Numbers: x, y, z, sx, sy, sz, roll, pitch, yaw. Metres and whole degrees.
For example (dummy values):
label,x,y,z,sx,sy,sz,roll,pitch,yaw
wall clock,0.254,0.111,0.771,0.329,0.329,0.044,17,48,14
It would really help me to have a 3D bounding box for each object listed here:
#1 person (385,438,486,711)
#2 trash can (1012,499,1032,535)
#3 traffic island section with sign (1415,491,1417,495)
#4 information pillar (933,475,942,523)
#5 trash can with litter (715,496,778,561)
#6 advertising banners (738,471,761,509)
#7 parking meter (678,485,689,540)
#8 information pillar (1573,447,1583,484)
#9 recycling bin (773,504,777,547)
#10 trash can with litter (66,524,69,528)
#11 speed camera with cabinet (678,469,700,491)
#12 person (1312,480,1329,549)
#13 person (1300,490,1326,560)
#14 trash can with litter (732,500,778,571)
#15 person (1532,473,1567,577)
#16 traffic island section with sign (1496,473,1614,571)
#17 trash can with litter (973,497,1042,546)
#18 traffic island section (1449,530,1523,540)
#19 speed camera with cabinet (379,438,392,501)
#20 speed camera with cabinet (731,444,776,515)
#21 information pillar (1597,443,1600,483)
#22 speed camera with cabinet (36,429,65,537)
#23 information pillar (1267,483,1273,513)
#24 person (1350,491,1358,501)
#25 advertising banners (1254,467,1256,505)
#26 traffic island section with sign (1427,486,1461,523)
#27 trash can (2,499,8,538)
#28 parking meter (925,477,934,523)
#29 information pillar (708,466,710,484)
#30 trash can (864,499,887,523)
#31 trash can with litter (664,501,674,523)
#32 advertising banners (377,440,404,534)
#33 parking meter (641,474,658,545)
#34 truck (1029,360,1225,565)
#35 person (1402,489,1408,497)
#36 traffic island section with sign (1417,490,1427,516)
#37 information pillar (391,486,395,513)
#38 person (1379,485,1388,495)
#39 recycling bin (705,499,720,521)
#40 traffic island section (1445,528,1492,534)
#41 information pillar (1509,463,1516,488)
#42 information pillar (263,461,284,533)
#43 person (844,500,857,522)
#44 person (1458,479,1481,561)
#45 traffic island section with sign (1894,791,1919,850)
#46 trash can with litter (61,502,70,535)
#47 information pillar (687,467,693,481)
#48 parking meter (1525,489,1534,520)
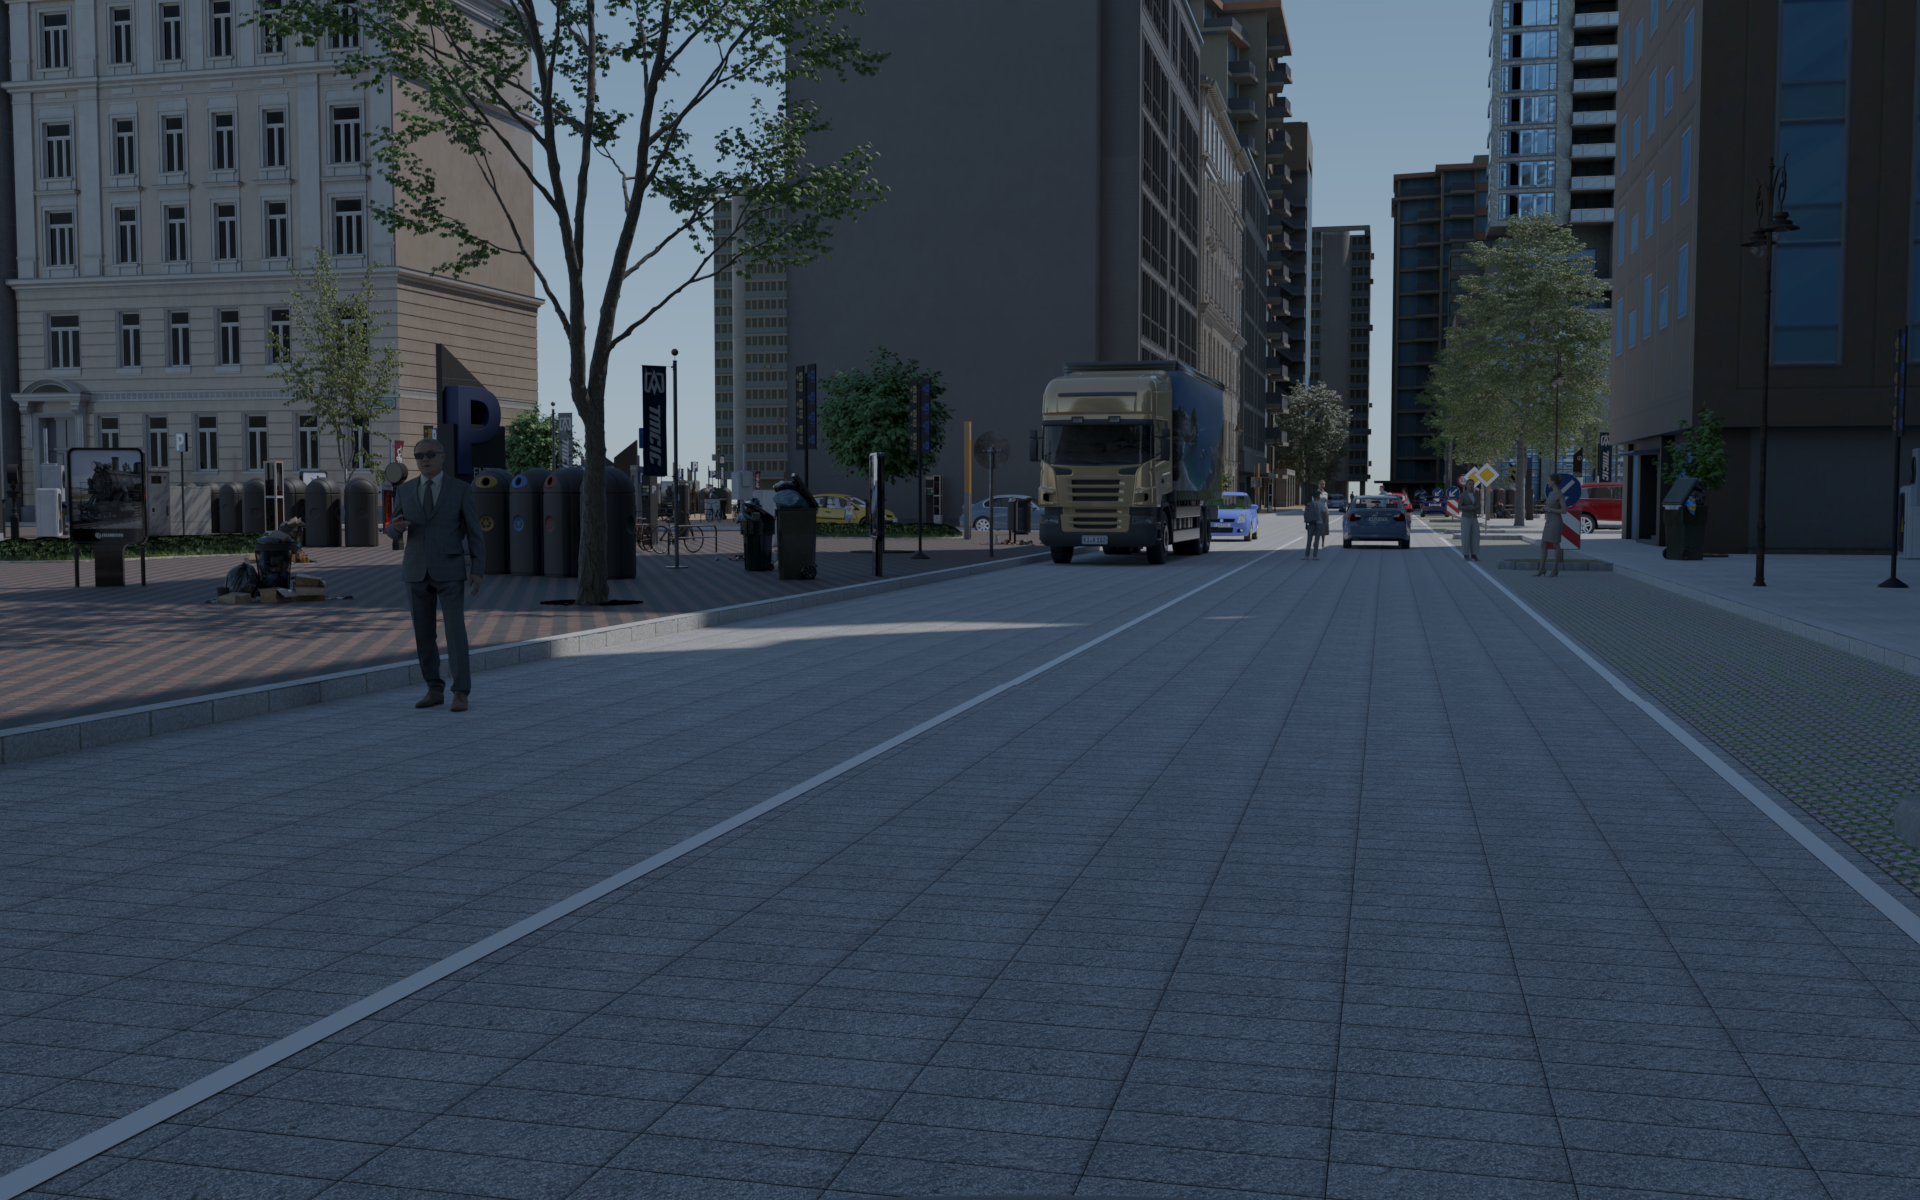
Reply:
label,x,y,z,sx,sy,sz,roll,pitch,yaw
person,-3.507,-0.174,11.516,0.661,1.801,0.590,0,4,-2
trash can,1.942,-2.639,54.803,0.748,1.137,0.748,0,3,0
traffic island section with sign,43.074,-9.359,161.640,1.989,1.847,2.006,1,4,14
information pillar,-0.874,-3.880,67.932,0.304,2.012,0.304,1,4,15
trash can with litter,-3.941,-1.380,33.626,1.678,1.210,2.233,-1,4,-17
advertising banners,-15.996,-8.274,131.468,2.074,3.025,0.090,-3,4,-36
parking meter,-7.784,-2.451,48.482,0.372,1.533,0.369,0,3,0
information pillar,30.757,-5.803,86.227,0.504,3.616,0.183,3,5,39
recycling bin,-4.131,-1.819,42.300,0.722,1.027,0.722,1,4,10
trash can with litter,-33.285,-3.357,65.947,2.233,1.210,1.678,-2,4,-24
speed camera with cabinet,-18.508,-7.514,117.181,2.038,3.252,0.660,3,4,37
person,9.463,-2.255,45.588,0.478,1.798,0.641,0,4,-4
person,7.662,-1.620,37.581,0.503,1.515,0.523,-1,4,-13
trash can with litter,-3.183,-1.082,29.073,1.055,1.170,0.624,-2,4,-27
person,10.099,-1.272,29.634,0.374,1.781,0.599,-1,4,-10
traffic island section with sign,11.307,-1.492,33.024,1.989,1.847,2.006,1,4,14
trash can with litter,1.324,-2.013,43.963,1.678,1.210,2.233,-1,4,-12
traffic island section,16.743,-2.007,55.092,2.009,0.180,2.903,1,4,14
speed camera with cabinet,-19.437,-4.089,61.190,2.038,3.252,0.660,-2,4,-29
speed camera with cabinet,-8.138,-4.583,69.262,2.038,3.252,0.660,-3,5,-40
information pillar,29.471,-5.403,79.689,0.504,3.616,0.183,-3,5,-40
speed camera with cabinet,-27.218,-3.517,51.847,0.660,3.252,2.038,-1,4,-21
information pillar,21.499,-7.078,120.223,0.304,2.012,0.304,0,4,-7
person,43.799,-11.237,192.757,0.750,1.759,0.617,-1,4,-10
advertising banners,17.285,-6.444,101.551,0.090,3.025,2.074,1,4,11
traffic island section with sign,24.701,-4.809,87.262,1.989,1.847,2.006,1,4,14
trash can,-27.121,-2.258,48.578,0.748,1.137,0.748,0,3,0
parking meter,-1.019,-3.189,57.850,0.255,1.863,0.399,0,4,-6
information pillar,-20.626,-9.231,142.282,0.183,3.616,0.504,0,4,-2
trash can,-2.607,-2.545,53.257,0.748,1.137,0.748,0,3,0
trash can with litter,-12.663,-3.993,76.670,1.055,1.170,0.624,2,4,31
advertising banners,-18.475,-3.644,55.774,0.090,3.025,2.074,1,4,16
parking meter,-7.827,-2.323,43.691,0.255,1.863,0.399,2,4,24
truck,3.990,-3.050,38.779,2.839,4.237,11.283,1,4,16
person,33.113,-7.399,129.390,0.656,1.842,0.836,0,4,-7
traffic island section with sign,31.164,-6.410,113.434,1.989,1.847,2.006,1,4,14
information pillar,-19.177,-3.329,58.920,0.304,2.012,0.304,-1,4,-23
person,19.117,-4.248,77.976,0.620,1.820,0.660,-2,4,-28
recycling bin,-12.062,-4.395,84.405,0.722,1.027,0.722,-1,4,-10
traffic island section,18.658,-2.481,62.845,2.009,0.180,2.903,1,4,14
information pillar,41.418,-8.473,129.891,0.504,3.616,0.183,3,5,42
information pillar,-15.372,-2.100,38.825,0.304,2.012,0.304,1,4,13
person,-3.966,-2.989,62.389,0.505,1.210,0.382,-1,4,-9
person,10.855,-1.699,36.831,0.519,1.759,0.362,-1,4,-21
traffic island section with sign,4.789,0.125,6.578,1.989,1.847,2.006,1,4,14
trash can with litter,-28.066,-2.619,54.202,0.624,1.170,1.055,2,4,27
information pillar,-23.452,-9.723,150.329,0.504,3.616,0.183,1,4,15
parking meter,27.799,-4.654,84.504,0.372,1.533,0.369,0,3,0
